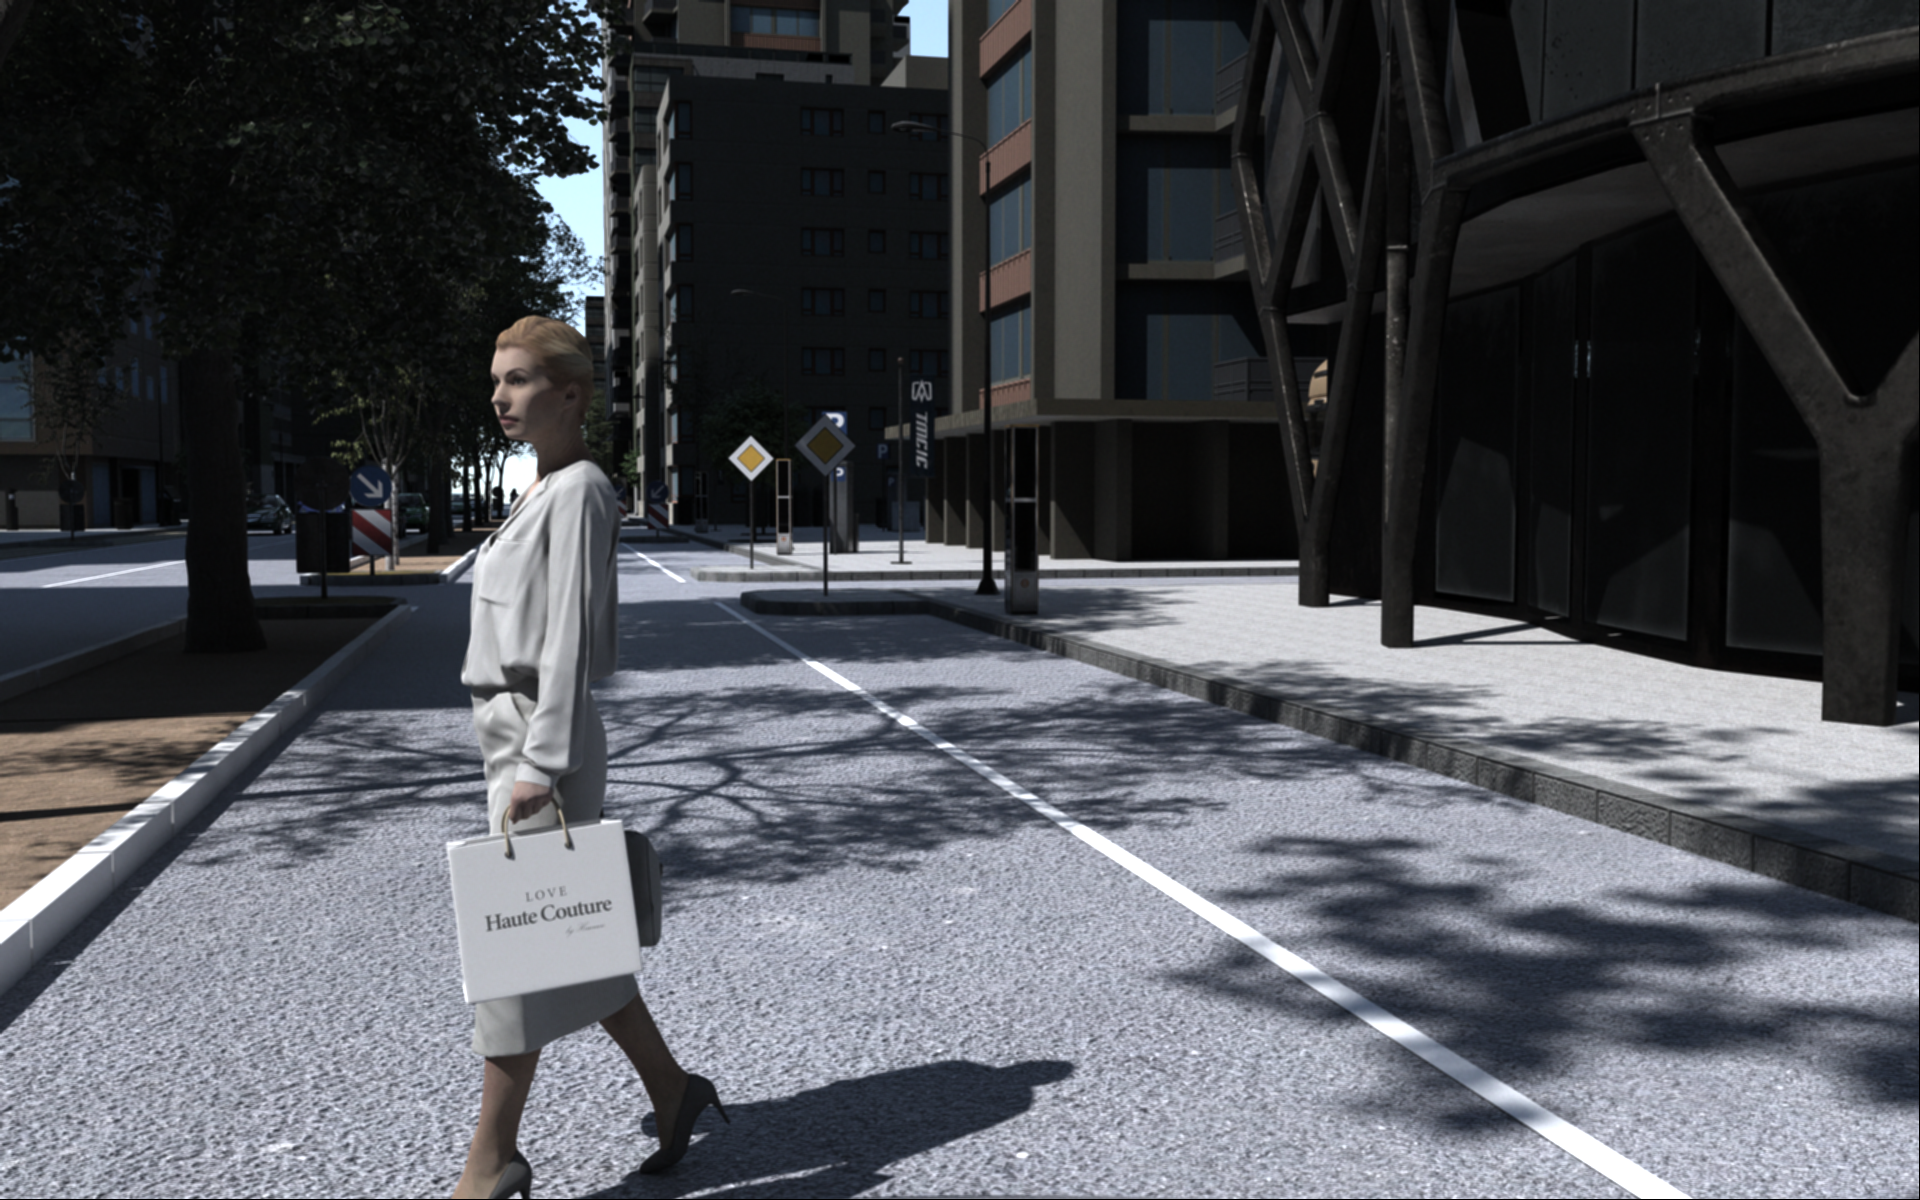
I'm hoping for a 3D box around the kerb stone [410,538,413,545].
[{"bbox_3d":[-15.209,-1.554,47.610,0.120,0.150,1.000,-1,4,-13],"label":"kerb stone"}]

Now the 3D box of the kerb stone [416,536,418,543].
[{"bbox_3d":[-15.687,-1.676,49.597,0.120,0.150,1.000,-1,4,-13],"label":"kerb stone"}]

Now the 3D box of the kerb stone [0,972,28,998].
[{"bbox_3d":[-2.743,1.069,4.721,0.120,0.150,1.000,-1,4,-13],"label":"kerb stone"}]

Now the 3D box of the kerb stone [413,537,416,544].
[{"bbox_3d":[-15.441,-1.615,48.605,0.120,0.150,1.000,-1,4,-13],"label":"kerb stone"}]

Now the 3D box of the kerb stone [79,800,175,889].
[{"bbox_3d":[-3.226,0.949,6.714,0.120,0.150,1.000,-1,4,-13],"label":"kerb stone"}]

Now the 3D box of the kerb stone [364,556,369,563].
[{"bbox_3d":[-12.332,-0.823,35.651,0.120,0.150,1.000,-1,4,-13],"label":"kerb stone"}]

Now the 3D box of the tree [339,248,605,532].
[{"bbox_3d":[-18.613,-9.302,64.911,12.009,13.543,11.850,0,3,0],"label":"tree"}]

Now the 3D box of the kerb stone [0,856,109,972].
[{"bbox_3d":[-2.986,1.012,5.720,0.120,0.150,1.000,-1,4,-13],"label":"kerb stone"}]

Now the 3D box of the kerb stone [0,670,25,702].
[{"bbox_3d":[-6.711,0.614,12.195,0.120,0.150,1.000,-1,4,-13],"label":"kerb stone"}]

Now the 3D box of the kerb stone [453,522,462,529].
[{"bbox_3d":[-21.910,-3.258,75.532,0.120,0.150,1.000,-1,4,-13],"label":"kerb stone"}]

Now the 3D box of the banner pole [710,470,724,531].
[{"bbox_3d":[-8.337,-4.265,59.749,0.401,3.779,0.863,-3,4,-37],"label":"banner pole"}]

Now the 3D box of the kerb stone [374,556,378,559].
[{"bbox_3d":[-12.815,-0.946,37.658,0.120,0.150,1.000,-1,4,-13],"label":"kerb stone"}]

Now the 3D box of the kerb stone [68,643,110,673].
[{"bbox_3d":[-7.178,0.492,14.191,0.120,0.150,1.000,-1,4,-13],"label":"kerb stone"}]

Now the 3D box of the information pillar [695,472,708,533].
[{"bbox_3d":[-8.509,-3.214,57.041,0.304,2.012,0.304,3,5,41],"label":"information pillar"}]

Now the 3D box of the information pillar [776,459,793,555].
[{"bbox_3d":[-3.697,-1.958,36.503,0.304,2.012,0.304,0,4,3],"label":"information pillar"}]

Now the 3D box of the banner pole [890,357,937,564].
[{"bbox_3d":[-0.855,-2.559,31.853,0.863,3.779,0.401,0,4,-8],"label":"banner pole"}]

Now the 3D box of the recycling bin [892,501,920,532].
[{"bbox_3d":[-1.841,-2.833,58.867,0.722,1.027,0.722,2,4,29],"label":"recycling bin"}]

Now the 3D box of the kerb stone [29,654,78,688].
[{"bbox_3d":[-6.933,0.551,13.192,0.120,0.150,1.000,-1,4,-13],"label":"kerb stone"}]

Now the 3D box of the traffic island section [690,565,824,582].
[{"bbox_3d":[-3.539,-0.449,29.618,2.009,0.180,2.903,-1,4,-13],"label":"traffic island section"}]

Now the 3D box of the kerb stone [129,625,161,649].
[{"bbox_3d":[-7.665,0.368,16.180,0.120,0.150,1.000,-1,4,-13],"label":"kerb stone"}]

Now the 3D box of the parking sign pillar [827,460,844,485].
[{"bbox_3d":[-5.087,-5.028,70.673,1.447,3.967,1.447,1,4,8],"label":"parking sign pillar"}]

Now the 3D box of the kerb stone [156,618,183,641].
[{"bbox_3d":[-7.902,0.316,17.176,0.120,0.150,1.000,-1,4,-13],"label":"kerb stone"}]

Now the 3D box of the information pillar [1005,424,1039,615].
[{"bbox_3d":[0.657,-0.855,18.463,0.304,2.012,0.304,-1,4,-12],"label":"information pillar"}]

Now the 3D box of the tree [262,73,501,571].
[{"bbox_3d":[-9.956,-4.719,29.979,4.360,8.622,3.978,0,3,0],"label":"tree"}]

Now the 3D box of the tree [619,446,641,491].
[{"bbox_3d":[-19.092,-7.463,105.737,4.285,4.588,4.351,0,3,0],"label":"tree"}]

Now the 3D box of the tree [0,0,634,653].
[{"bbox_3d":[-6.669,-6.493,15.268,9.857,13.997,8.962,0,3,0],"label":"tree"}]

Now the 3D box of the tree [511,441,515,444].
[{"bbox_3d":[-24.947,-8.488,91.598,4.737,8.622,4.395,0,3,0],"label":"tree"}]

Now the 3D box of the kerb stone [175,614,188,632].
[{"bbox_3d":[-8.139,0.246,18.178,0.120,0.150,1.000,-1,4,-13],"label":"kerb stone"}]

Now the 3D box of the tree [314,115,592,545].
[{"bbox_3d":[-14.450,-7.796,48.042,7.486,12.596,7.792,0,3,0],"label":"tree"}]

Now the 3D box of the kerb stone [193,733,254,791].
[{"bbox_3d":[-3.708,0.827,8.706,0.120,0.150,1.000,-1,4,-13],"label":"kerb stone"}]

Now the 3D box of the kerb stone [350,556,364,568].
[{"bbox_3d":[-12.097,-0.759,34.653,0.120,0.150,1.000,-1,4,-13],"label":"kerb stone"}]

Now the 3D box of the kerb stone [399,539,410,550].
[{"bbox_3d":[-14.969,-1.491,46.616,0.120,0.150,1.000,-1,4,-13],"label":"kerb stone"}]

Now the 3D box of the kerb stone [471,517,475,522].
[{"bbox_3d":[-26.458,-4.420,94.470,0.120,0.150,1.000,-1,4,-13],"label":"kerb stone"}]

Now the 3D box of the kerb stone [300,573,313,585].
[{"bbox_3d":[-10.421,-0.336,27.691,0.120,0.150,1.000,-1,4,-13],"label":"kerb stone"}]

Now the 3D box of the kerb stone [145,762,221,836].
[{"bbox_3d":[-3.461,0.887,7.713,0.120,0.150,1.000,-1,4,-13],"label":"kerb stone"}]

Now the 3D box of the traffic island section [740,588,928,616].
[{"bbox_3d":[-1.674,0.026,21.853,2.009,0.180,2.903,-1,4,-13],"label":"traffic island section"}]

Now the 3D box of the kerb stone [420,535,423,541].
[{"bbox_3d":[-16.166,-1.797,51.604,0.120,0.150,1.000,-1,4,-13],"label":"kerb stone"}]

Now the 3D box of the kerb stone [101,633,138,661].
[{"bbox_3d":[-7.409,0.429,15.186,0.120,0.150,1.000,-1,4,-13],"label":"kerb stone"}]

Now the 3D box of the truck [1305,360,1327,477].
[{"bbox_3d":[10.691,-2.444,28.879,11.283,4.237,2.839,-1,4,-13],"label":"truck"}]

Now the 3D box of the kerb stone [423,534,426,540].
[{"bbox_3d":[-16.402,-1.860,52.601,0.120,0.150,1.000,-1,4,-13],"label":"kerb stone"}]

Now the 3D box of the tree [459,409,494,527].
[{"bbox_3d":[-21.411,-9.059,76.320,9.928,11.665,9.643,0,3,0],"label":"tree"}]

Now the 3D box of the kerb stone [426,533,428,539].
[{"bbox_3d":[-16.643,-1.920,53.594,0.120,0.150,1.000,-1,4,-13],"label":"kerb stone"}]

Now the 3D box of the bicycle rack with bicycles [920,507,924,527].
[{"bbox_3d":[-1.558,-3.427,69.418,2.925,0.926,2.852,-3,4,-38],"label":"bicycle rack with bicycles"}]

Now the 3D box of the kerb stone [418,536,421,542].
[{"bbox_3d":[-15.917,-1.738,50.605,0.120,0.150,1.000,-1,4,-13],"label":"kerb stone"}]

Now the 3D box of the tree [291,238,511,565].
[{"bbox_3d":[-11.394,-5.003,34.614,4.737,8.622,4.395,0,3,0],"label":"tree"}]

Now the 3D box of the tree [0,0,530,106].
[{"bbox_3d":[-4.323,-4.281,6.871,8.767,10.594,7.601,-1,4,-13],"label":"tree"}]

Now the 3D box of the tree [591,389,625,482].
[{"bbox_3d":[-38.867,-16.416,186.521,7.486,12.596,7.792,0,3,0],"label":"tree"}]
